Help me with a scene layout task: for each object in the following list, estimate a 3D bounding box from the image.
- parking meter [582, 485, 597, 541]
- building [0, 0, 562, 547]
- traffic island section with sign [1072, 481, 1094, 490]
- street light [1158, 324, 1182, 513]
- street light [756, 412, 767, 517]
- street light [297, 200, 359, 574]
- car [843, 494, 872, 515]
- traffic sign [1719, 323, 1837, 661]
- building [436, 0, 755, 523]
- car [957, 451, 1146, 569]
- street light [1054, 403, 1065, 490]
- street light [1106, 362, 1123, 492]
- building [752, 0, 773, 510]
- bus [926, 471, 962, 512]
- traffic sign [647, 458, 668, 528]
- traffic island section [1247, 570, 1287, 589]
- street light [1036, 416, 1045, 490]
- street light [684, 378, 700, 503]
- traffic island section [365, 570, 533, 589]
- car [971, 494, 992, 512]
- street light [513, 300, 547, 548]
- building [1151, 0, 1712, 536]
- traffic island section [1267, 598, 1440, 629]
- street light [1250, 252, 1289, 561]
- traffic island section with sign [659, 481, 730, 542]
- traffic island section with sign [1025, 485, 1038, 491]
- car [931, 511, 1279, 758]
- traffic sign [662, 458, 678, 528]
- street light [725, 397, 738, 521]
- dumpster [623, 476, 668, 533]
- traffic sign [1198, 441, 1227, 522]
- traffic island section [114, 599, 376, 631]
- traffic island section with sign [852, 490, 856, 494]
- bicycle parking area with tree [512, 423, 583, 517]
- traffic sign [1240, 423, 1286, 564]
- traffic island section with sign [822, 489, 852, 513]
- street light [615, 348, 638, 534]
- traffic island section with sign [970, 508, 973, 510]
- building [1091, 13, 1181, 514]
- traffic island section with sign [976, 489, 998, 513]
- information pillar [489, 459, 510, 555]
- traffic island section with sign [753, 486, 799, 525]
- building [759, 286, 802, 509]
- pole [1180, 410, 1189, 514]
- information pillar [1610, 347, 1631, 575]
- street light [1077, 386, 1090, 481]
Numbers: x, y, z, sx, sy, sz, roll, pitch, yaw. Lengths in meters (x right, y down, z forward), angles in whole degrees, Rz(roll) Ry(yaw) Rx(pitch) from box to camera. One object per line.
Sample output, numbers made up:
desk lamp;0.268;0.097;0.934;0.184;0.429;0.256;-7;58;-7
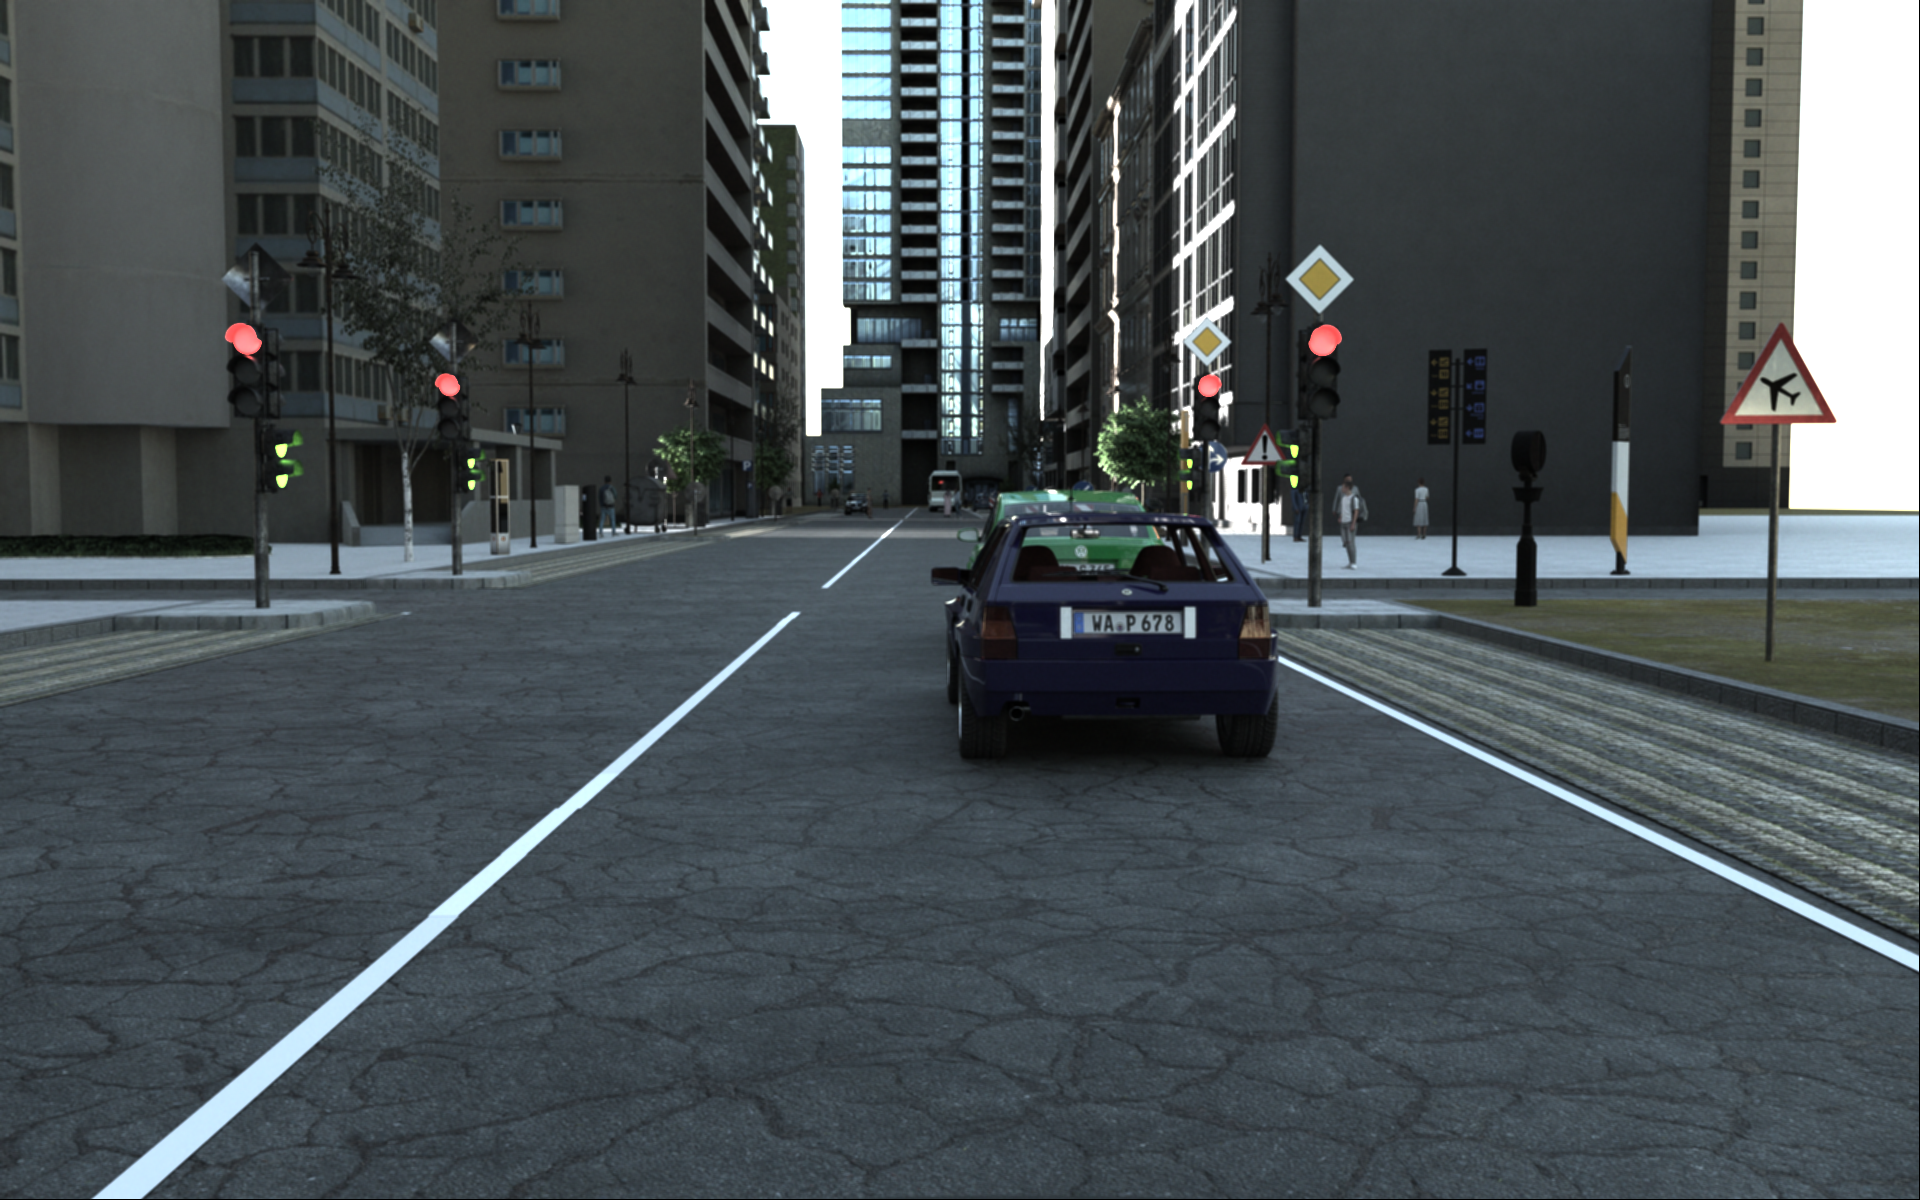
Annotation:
parking meter;-10.233;-2.411;47.829;0.372;1.533;0.369;0;3;0
building;-28.882;-21.852;49.161;32.217;40.220;23.993;0;4;-1
traffic island section with sign;3.548;-2.671;52.297;1.989;1.847;2.006;0;4;-1
street light;5.682;-4.543;47.062;0.468;5.910;1.993;0;4;-1
street light;-11.109;-7.607;97.164;0.468;5.910;1.993;0;4;-1
street light;-10.019;-3.352;27.600;0.468;5.910;1.993;0;4;-1
car;-7.030;-6.732;119.859;2.009;1.686;4.222;0;4;1
traffic sign;6.230;-0.810;13.248;0.884;2.594;0.081;0;4;1
building;-22.021;-28.245;85.516;21.300;48.544;21.600;0;4;-1
car;0.958;-0.454;16.227;1.959;1.807;4.718;0;4;-1
street light;5.032;-7.033;87.784;0.468;5.910;1.993;0;4;-1
street light;5.381;-5.373;60.635;0.468;5.910;1.993;0;4;-1
building;-26.158;-31.319;131.666;23.786;49.044;30.456;0;4;-1
bus;-1.335;-9.147;144.408;2.948;3.499;13.247;0;4;-2
traffic sign;-10.683;-3.731;61.100;0.768;2.556;0.104;0;4;6
traffic island section;3.934;-0.332;27.702;2.009;0.180;2.903;0;4;-1
street light;4.741;-7.925;102.357;0.468;5.910;1.993;0;4;-1
street light;-10.686;-5.897;69.210;0.468;5.910;1.993;0;4;-1
traffic island section;-8.006;-0.321;27.522;2.009;0.180;2.903;0;4;-1
car;1.938;-7.979;142.462;2.014;1.417;4.499;0;4;-1
street light;-10.218;-4.191;41.319;0.468;5.910;1.993;0;4;-1
building;15.464;-16.549;64.087;14.314;27.812;24.014;0;4;-1
traffic island section;4.058;0.157;19.718;2.009;0.180;2.903;0;4;-1
street light;5.922;-3.700;33.284;0.468;5.910;1.993;0;4;-1
traffic island section with sign;-8.072;-2.706;52.868;1.989;1.847;2.006;0;4;-1
traffic island section with sign;3.141;-4.323;79.308;1.989;1.847;2.006;0;4;-1
car;0.802;0.112;10.751;1.945;1.354;3.894;0;4;-2
traffic sign;-10.569;-3.805;62.218;0.884;2.594;0.081;0;4;8
street light;-10.916;-6.738;82.949;0.468;5.910;1.993;0;4;-1
dumpster;-10.431;-3.157;57.375;1.264;1.857;1.865;0;4;-1
traffic sign;6.021;-2.536;41.573;0.768;2.556;0.104;0;4;5
traffic island section;-7.882;0.168;19.538;2.009;0.180;2.903;0;4;-1
traffic island section with sign;-9.681;-9.060;156.755;1.989;1.847;2.006;0;4;-1
bicycle parking area with tree;-20.456;-5.167;71.485;8.231;4.147;9.016;3;4;38
traffic sign;5.596;-1.949;31.875;0.884;2.594;0.081;0;4;0
traffic island section with sign;-9.261;-7.379;129.274;1.989;1.847;2.006;0;4;-1
street light;-10.548;-5.022;54.891;0.468;5.910;1.993;0;4;-1
traffic island section with sign;1.925;-9.104;157.480;1.989;1.847;2.006;0;4;-1
building;14.100;-17.911;90.104;12.463;27.353;25.104;0;4;-1
traffic island section with sign;2.358;-7.414;129.844;1.989;1.847;2.006;0;4;-1
information pillar;-9.756;-1.969;36.692;0.304;2.012;0.304;-3;5;-44
traffic island section with sign;-8.495;-4.371;80.090;1.989;1.847;2.006;0;4;-1
building;-30.380;-19.394;162.124;28.899;21.520;27.650;0;4;-1
pole;5.481;-2.963;42.289;0.158;3.312;0.155;0;3;0
information pillar;10.468;-2.207;27.434;0.183;3.616;0.504;3;5;42
street light;5.263;-6.203;74.210;0.468;5.910;1.993;0;4;-1
